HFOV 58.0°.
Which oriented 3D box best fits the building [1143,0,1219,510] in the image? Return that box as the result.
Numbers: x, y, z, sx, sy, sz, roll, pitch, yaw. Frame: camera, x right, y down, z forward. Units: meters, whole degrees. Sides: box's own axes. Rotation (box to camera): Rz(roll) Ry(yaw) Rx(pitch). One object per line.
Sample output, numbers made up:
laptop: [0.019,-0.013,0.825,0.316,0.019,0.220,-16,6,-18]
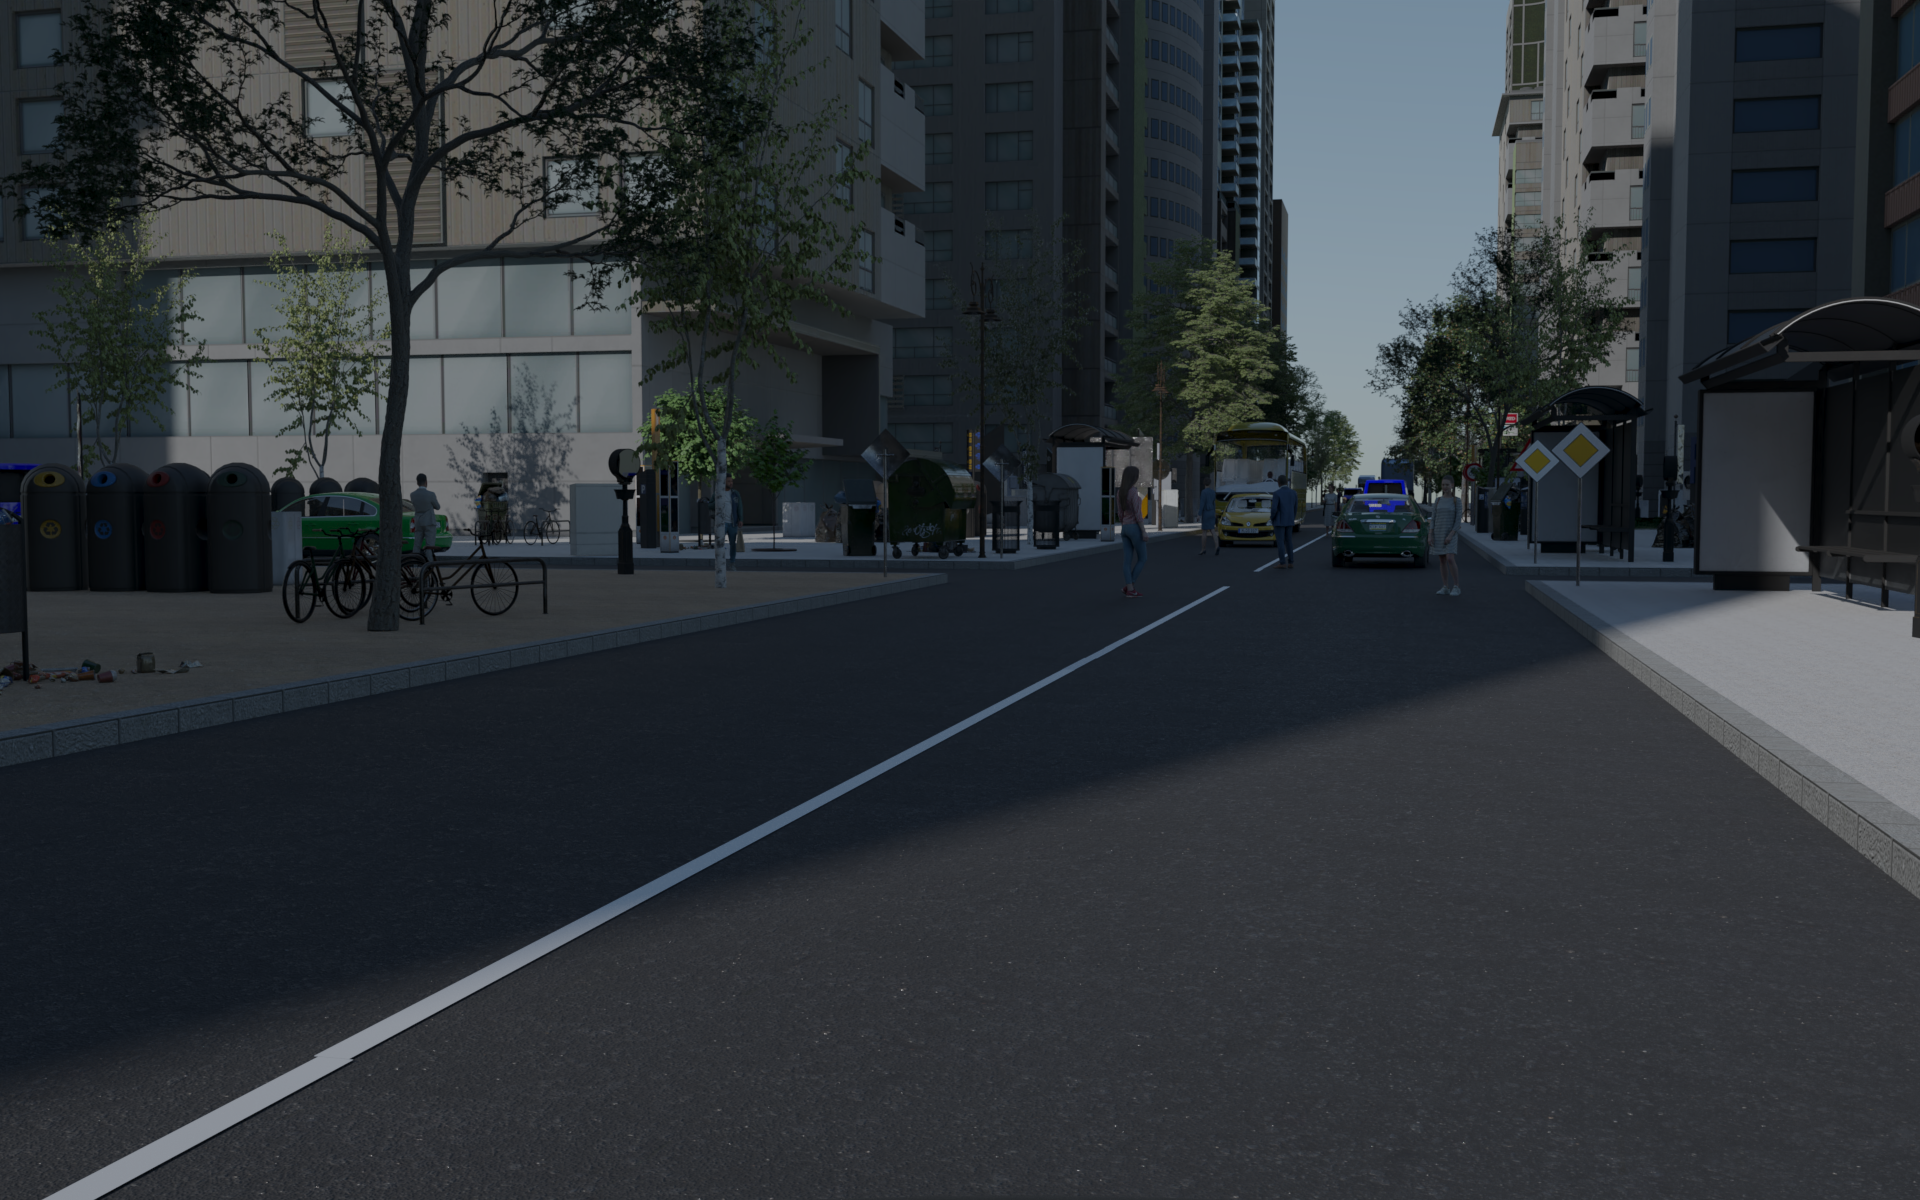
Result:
building: [9.498,-36.857,144.615,21.231,58.520,28.212,1,4,14]

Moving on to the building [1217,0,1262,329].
building: [26.905,-55.119,213.864,22.319,86.520,31.000,1,4,14]

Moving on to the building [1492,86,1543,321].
building: [82.585,-38.541,219.390,28.713,52.752,27.495,1,4,14]

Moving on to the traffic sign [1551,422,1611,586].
traffic sign: [8.628,-1.253,24.131,0.795,2.450,0.064,1,4,14]

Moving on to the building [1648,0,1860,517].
building: [45.157,-33.218,85.120,21.231,58.520,28.212,1,4,14]

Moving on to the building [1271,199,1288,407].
building: [40.992,-37.108,256.830,14.600,45.320,14.200,1,4,14]

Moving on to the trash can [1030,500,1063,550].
trash can: [2.005,-1.743,40.144,0.748,1.137,0.748,0,3,0]

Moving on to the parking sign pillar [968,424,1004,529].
parking sign pillar: [0.982,-4.672,64.854,1.447,3.967,1.447,-1,4,-20]

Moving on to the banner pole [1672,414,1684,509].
banner pole: [22.659,-3.955,54.674,0.863,3.779,0.401,-3,5,-44]

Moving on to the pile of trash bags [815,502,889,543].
pile of trash bags: [-2.075,-2.241,46.390,3.447,1.369,1.912,-2,4,-24]

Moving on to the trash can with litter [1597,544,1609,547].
trash can with litter: [15.793,-1.888,42.250,0.624,1.170,1.055,2,4,35]

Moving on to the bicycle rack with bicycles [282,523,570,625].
bicycle rack with bicycles: [-5.828,-0.289,18.101,2.852,0.926,2.925,2,4,30]

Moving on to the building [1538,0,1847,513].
building: [61.842,-37.262,151.228,21.231,58.520,28.212,1,4,14]

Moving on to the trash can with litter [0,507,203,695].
trash can with litter: [-6.227,-0.050,11.870,1.678,1.210,2.233,3,5,41]

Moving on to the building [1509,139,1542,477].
building: [71.093,-31.652,201.111,14.154,41.232,14.086,1,4,14]

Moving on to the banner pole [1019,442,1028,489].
banner pole: [3.031,-5.704,83.274,0.863,3.779,0.401,-3,5,-42]

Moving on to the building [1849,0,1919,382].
building: [37.655,-23.778,43.396,28.867,44.769,22.147,1,4,14]

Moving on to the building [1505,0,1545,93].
building: [85.024,-49.239,243.308,20.563,71.187,20.611,1,4,14]

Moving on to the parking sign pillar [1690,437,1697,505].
parking sign pillar: [25.068,-4.270,58.289,1.447,3.967,1.447,0,4,-1]

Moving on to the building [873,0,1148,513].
building: [2.503,-25.280,96.916,14.154,41.232,14.086,1,4,14]

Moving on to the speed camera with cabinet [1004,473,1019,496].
speed camera with cabinet: [3.196,-5.725,87.936,2.038,3.252,0.660,-2,4,-24]

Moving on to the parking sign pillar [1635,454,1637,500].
parking sign pillar: [30.915,-5.654,80.910,1.447,3.967,1.447,-3,5,-40]

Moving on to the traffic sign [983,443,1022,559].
traffic sign: [0.828,-1.880,34.378,0.795,2.450,0.064,1,4,14]

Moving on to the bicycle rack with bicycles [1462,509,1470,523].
bicycle rack with bicycles: [23.433,-3.807,75.630,2.925,0.926,2.852,1,4,11]

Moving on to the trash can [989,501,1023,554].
trash can: [0.992,-1.577,37.435,0.748,1.137,0.748,0,3,0]

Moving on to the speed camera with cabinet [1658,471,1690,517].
speed camera with cabinet: [27.778,-4.421,66.620,0.660,3.252,2.038,-1,4,-17]

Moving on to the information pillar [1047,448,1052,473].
information pillar: [4.558,-5.864,87.225,0.504,3.616,0.183,3,5,41]

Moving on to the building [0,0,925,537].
building: [-17.085,-29.057,64.314,28.713,52.752,27.495,1,4,14]

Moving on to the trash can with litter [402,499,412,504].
trash can with litter: [-12.842,-1.735,39.749,0.624,1.170,1.055,0,4,-3]

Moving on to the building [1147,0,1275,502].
building: [34.793,-49.018,239.689,20.563,71.187,20.611,1,4,14]

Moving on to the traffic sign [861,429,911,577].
traffic sign: [-1.148,-1.407,26.640,0.795,2.450,0.064,1,4,14]

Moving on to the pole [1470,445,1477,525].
pole: [21.400,-4.791,72.168,0.158,3.312,0.155,0,3,0]

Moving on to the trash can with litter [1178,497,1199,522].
trash can with litter: [10.517,-4.194,79.626,1.678,1.210,2.233,0,4,6]

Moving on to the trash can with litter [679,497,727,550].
trash can with litter: [-6.243,-1.793,40.368,1.678,1.210,2.233,1,4,21]

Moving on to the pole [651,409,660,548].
pole: [-7.284,-2.918,41.550,0.158,3.312,0.155,0,3,0]

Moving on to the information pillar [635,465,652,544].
information pillar: [-8.105,-2.440,44.393,0.304,2.012,0.304,2,4,29]

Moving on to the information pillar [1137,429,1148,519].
information pillar: [6.549,-4.336,62.242,0.504,3.616,0.183,-3,5,-43]

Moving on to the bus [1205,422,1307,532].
bus: [10.985,-4.356,62.773,2.896,3.916,12.252,1,4,14]

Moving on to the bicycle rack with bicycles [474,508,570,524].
bicycle rack with bicycles: [-11.236,-1.862,43.822,2.852,0.926,2.925,1,4,11]

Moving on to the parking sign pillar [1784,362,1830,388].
parking sign pillar: [15.957,-2.738,33.240,1.447,3.967,1.447,2,4,35]

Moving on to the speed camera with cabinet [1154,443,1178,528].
speed camera with cabinet: [7.969,-4.437,66.879,0.660,3.252,2.038,0,4,-4]

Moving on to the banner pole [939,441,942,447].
banner pole: [-1.022,-5.590,81.418,0.401,3.779,0.863,2,4,26]

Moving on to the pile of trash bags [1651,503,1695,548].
pile of trash bags: [18.409,-1.958,41.762,3.447,1.369,1.912,-2,4,-34]

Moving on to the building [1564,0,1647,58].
building: [58.184,-32.685,123.644,28.713,52.752,27.495,1,4,14]

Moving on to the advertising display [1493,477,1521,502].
advertising display: [20.134,-3.580,63.748,0.974,1.923,0.123,0,4,8]

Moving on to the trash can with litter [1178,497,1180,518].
trash can with litter: [11.246,-4.913,91.718,0.624,1.170,1.055,-1,4,-12]

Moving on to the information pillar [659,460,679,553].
information pillar: [-6.329,-2.031,37.695,0.304,2.012,0.304,2,4,33]

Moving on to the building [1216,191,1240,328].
building: [18.958,-24.082,165.449,14.160,30.474,14.107,1,4,14]

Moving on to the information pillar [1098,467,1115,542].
information pillar: [3.982,-2.579,46.658,0.304,2.012,0.304,2,4,29]

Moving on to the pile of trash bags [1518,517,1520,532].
pile of trash bags: [19.429,-3.118,60.730,1.912,1.369,3.447,0,4,-2]

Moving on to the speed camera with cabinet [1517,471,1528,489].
speed camera with cabinet: [22.370,-4.647,70.320,2.038,3.252,0.660,3,5,42]
